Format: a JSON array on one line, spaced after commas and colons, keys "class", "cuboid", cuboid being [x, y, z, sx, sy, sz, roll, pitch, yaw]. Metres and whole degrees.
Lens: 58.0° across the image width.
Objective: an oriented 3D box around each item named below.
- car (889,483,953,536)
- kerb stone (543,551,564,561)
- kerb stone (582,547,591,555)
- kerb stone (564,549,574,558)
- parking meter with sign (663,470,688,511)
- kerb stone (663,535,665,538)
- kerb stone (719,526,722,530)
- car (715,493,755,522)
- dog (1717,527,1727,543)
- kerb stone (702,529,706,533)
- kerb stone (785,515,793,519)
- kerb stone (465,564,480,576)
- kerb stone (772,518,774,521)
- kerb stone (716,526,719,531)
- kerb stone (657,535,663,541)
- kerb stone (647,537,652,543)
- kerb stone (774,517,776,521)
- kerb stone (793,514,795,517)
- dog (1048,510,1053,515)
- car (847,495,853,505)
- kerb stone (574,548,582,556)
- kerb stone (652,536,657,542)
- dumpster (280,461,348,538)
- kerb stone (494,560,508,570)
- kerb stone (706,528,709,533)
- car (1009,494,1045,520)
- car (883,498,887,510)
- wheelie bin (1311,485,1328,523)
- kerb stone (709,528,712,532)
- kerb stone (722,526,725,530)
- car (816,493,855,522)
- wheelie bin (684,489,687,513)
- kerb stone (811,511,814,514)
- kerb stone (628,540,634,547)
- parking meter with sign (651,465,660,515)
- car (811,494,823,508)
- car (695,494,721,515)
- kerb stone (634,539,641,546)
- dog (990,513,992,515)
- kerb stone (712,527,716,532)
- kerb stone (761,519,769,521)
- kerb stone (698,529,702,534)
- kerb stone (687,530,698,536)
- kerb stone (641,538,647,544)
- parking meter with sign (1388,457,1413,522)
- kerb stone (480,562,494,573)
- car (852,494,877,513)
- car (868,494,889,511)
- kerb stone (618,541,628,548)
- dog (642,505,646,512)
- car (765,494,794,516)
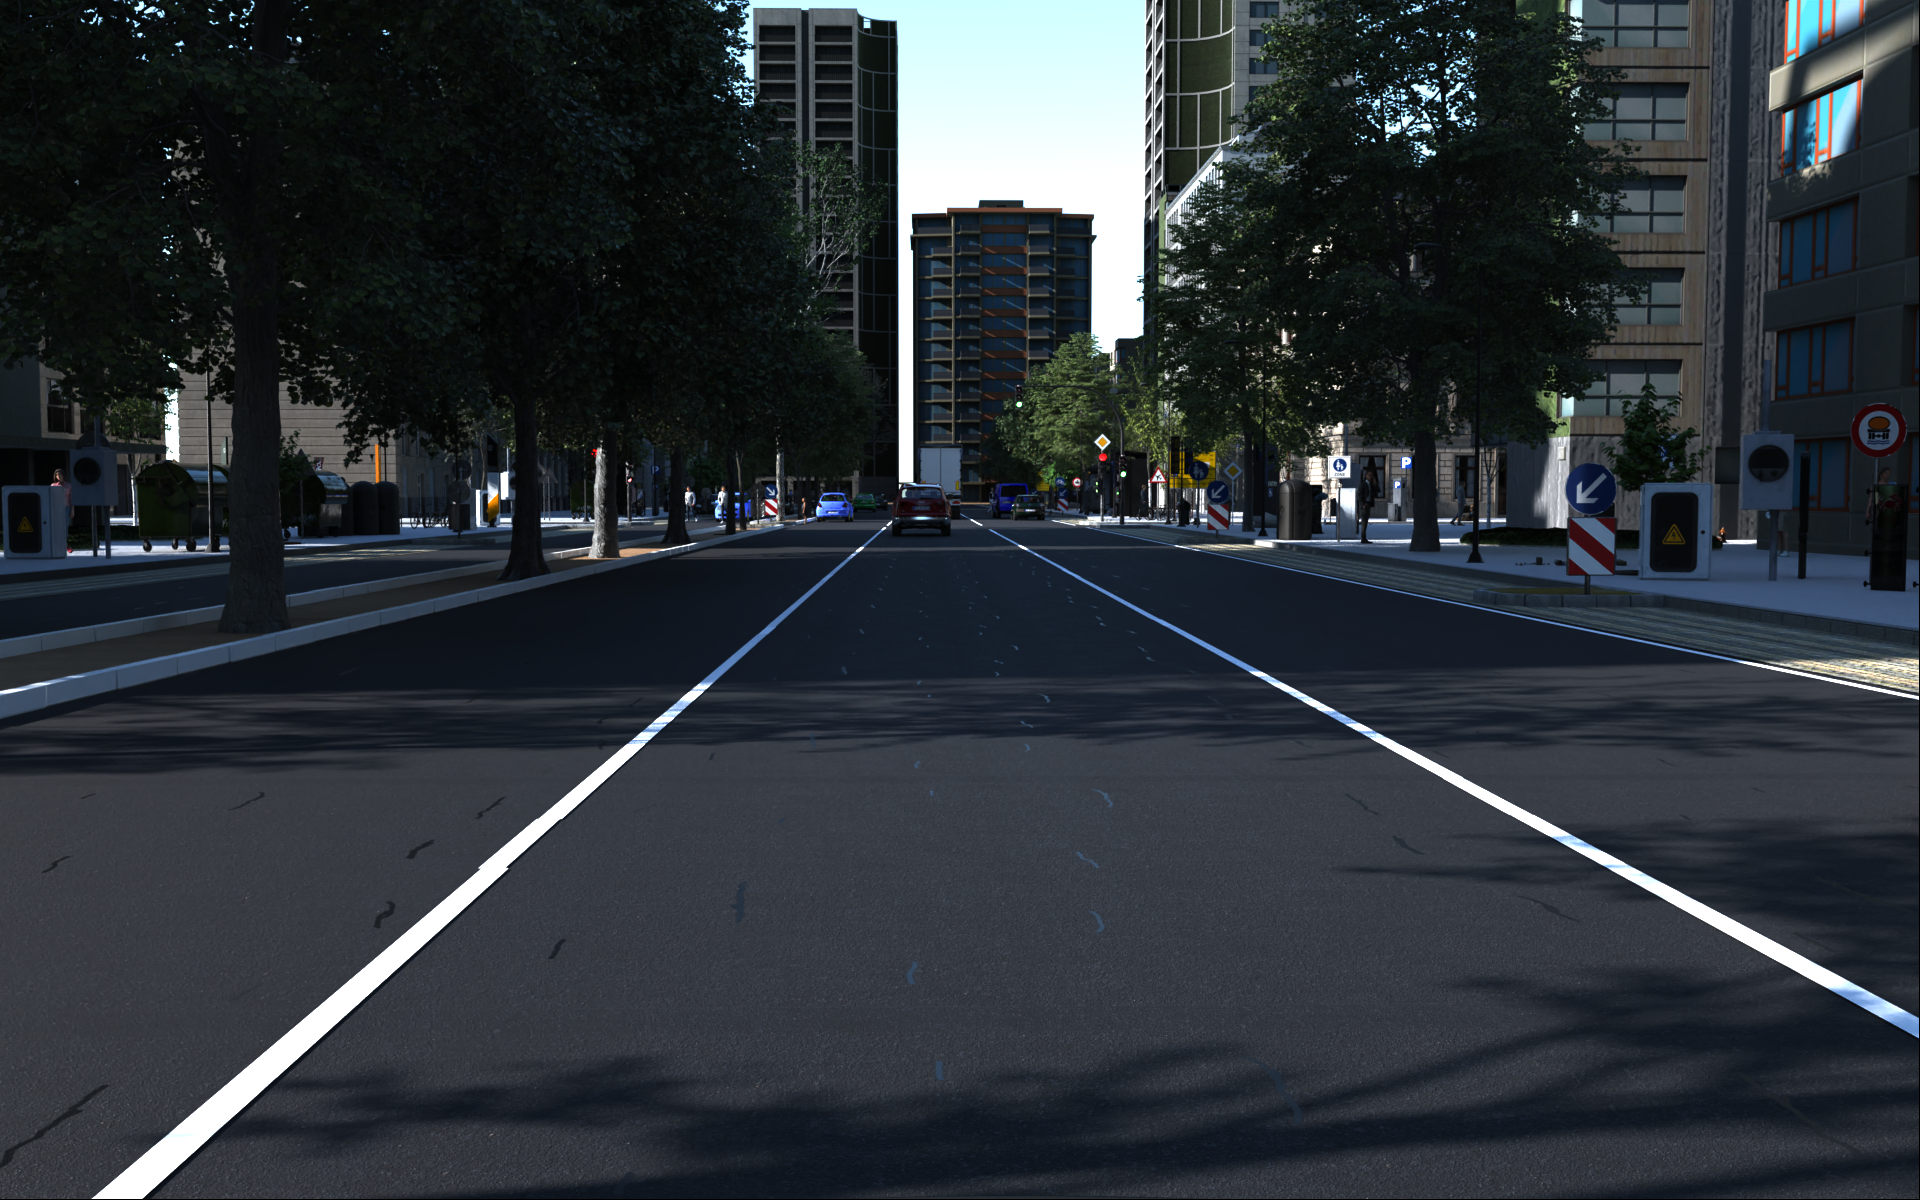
[{"class": "car", "cuboid": [-1.357, -3.184, 60.730, 2.281, 1.827, 5.304, 0, 4, -1]}, {"class": "kerb stone", "cuboid": [-8.849, -0.946, 37.719, 0.120, 0.150, 1.000, 0, 4, -1]}, {"class": "kerb stone", "cuboid": [-8.906, -1.138, 40.800, 0.120, 0.150, 1.000, 0, 4, -1]}, {"class": "kerb stone", "cuboid": [-8.864, -1.009, 38.741, 0.120, 0.150, 1.000, 0, 4, -1]}, {"class": "parking meter with sign", "cuboid": [-20.861, -7.991, 126.921, 1.738, 3.016, 0.543, -1, 4, -16]}, {"class": "kerb stone", "cuboid": [-9.169, -1.890, 53.098, 0.120, 0.150, 1.000, 0, 4, -1]}, {"class": "kerb stone", "cuboid": [-9.473, -2.768, 67.448, 0.120, 0.150, 1.000, 0, 4, -1]}, {"class": "car", "cuboid": [-11.744, -4.943, 90.404, 1.945, 1.707, 3.694, 0, 4, 0]}, {"class": "dog", "cuboid": [19.941, -1.706, 45.624, 0.748, 0.427, 0.550, 0, 4, -3]}, {"class": "kerb stone", "cuboid": [-9.366, -2.454, 62.316, 0.120, 0.150, 1.000, 0, 4, -1]}, {"class": "kerb stone", "cuboid": [-10.243, -4.995, 103.876, 0.120, 0.150, 1.000, 0, 4, -1]}, {"class": "kerb stone", "cuboid": [-8.692, -0.508, 30.538, 0.120, 0.150, 1.000, 0, 4, -1]}, {"class": "kerb stone", "cuboid": [-9.967, -4.180, 90.554, 0.120, 0.150, 1.000, 0, 4, -1]}, {"class": "kerb stone", "cuboid": [-9.454, -2.705, 66.423, 0.120, 0.150, 1.000, 0, 4, -1]}, {"class": "kerb stone", "cuboid": [-9.144, -1.827, 52.076, 0.120, 0.150, 1.000, 0, 4, -1]}, {"class": "kerb stone", "cuboid": [-9.106, -1.700, 50.033, 0.120, 0.150, 1.000, 0, 4, -1]}, {"class": "kerb stone", "cuboid": [-9.976, -4.243, 91.576, 0.120, 0.150, 1.000, 0, 4, -1]}, {"class": "kerb stone", "cuboid": [-10.259, -5.058, 104.898, 0.120, 0.150, 1.000, 0, 4, -1]}, {"class": "dog", "cuboid": [5.825, -5.686, 113.158, 0.748, 0.427, 0.550, -2, 4, -33]}, {"class": "car", "cuboid": [-13.754, -12.000, 205.245, 2.155, 1.783, 4.494, 0, 4, -2]}, {"class": "kerb stone", "cuboid": [-8.890, -1.075, 39.770, 0.120, 0.150, 1.000, 0, 4, -1]}, {"class": "kerb stone", "cuboid": [-9.133, -1.765, 51.055, 0.120, 0.150, 1.000, 0, 4, -1]}, {"class": "dumpster", "cuboid": [-18.997, -2.951, 50.743, 1.502, 2.255, 1.985, 0, 4, -1]}, {"class": "kerb stone", "cuboid": [-8.737, -0.636, 32.588, 0.120, 0.150, 1.000, 0, 4, -1]}, {"class": "kerb stone", "cuboid": [-9.389, -2.515, 63.338, 0.120, 0.150, 1.000, 0, 4, -1]}, {"class": "car", "cuboid": [3.727, -5.240, 95.455, 2.009, 1.686, 4.222, 0, 4, -1]}, {"class": "car", "cuboid": [-7.765, -9.177, 159.837, 2.009, 1.686, 4.222, 0, 4, -3]}, {"class": "wheelie bin", "cuboid": [11.718, -3.031, 57.457, 0.980, 1.594, 0.693, 1, 4, 10]}, {"class": "kerb stone", "cuboid": [-9.414, -2.579, 64.365, 0.120, 0.150, 1.000, 0, 4, -1]}, {"class": "kerb stone", "cuboid": [-9.495, -2.830, 68.469, 0.120, 0.150, 1.000, 0, 4, -1]}, {"class": "car", "cuboid": [-6.443, -4.886, 89.483, 1.945, 1.707, 3.694, 0, 4, 1]}, {"class": "wheelie bin", "cuboid": [-18.492, -6.526, 114.611, 0.980, 1.594, 0.693, -1, 4, -18]}, {"class": "kerb stone", "cuboid": [-10.760, -6.501, 128.485, 0.120, 0.150, 1.000, 0, 4, -1]}, {"class": "kerb stone", "cuboid": [-9.043, -1.515, 46.960, 0.120, 0.150, 1.000, 0, 4, -1]}, {"class": "parking meter with sign", "cuboid": [-18.687, -6.733, 106.338, 0.543, 3.016, 1.738, -1, 4, -10]}, {"class": "car", "cuboid": [-14.539, -10.443, 180.527, 2.009, 1.686, 4.222, 0, 4, -1]}, {"class": "car", "cuboid": [-15.837, -6.151, 110.349, 2.009, 1.686, 4.222, 0, 4, -1]}, {"class": "kerb stone", "cuboid": [-9.057, -1.572, 47.982, 0.120, 0.150, 1.000, 0, 4, -1]}, {"class": "dog", "cuboid": [2.255, -5.955, 117.556, 0.748, 0.427, 0.550, 3, 4, 38]}, {"class": "kerb stone", "cuboid": [-9.429, -2.642, 65.396, 0.120, 0.150, 1.000, 0, 4, -1]}, {"class": "kerb stone", "cuboid": [-9.895, -3.992, 87.480, 0.120, 0.150, 1.000, 0, 4, -1]}, {"class": "kerb stone", "cuboid": [-9.342, -2.391, 61.294, 0.120, 0.150, 1.000, 0, 4, -1]}, {"class": "kerb stone", "cuboid": [-9.318, -2.329, 60.272, 0.120, 0.150, 1.000, 0, 4, -1]}, {"class": "kerb stone", "cuboid": [-9.079, -1.638, 49.003, 0.120, 0.150, 1.000, 0, 4, -1]}, {"class": "parking meter with sign", "cuboid": [20.499, -5.170, 80.782, 0.543, 3.016, 1.738, 3, 4, 36]}, {"class": "kerb stone", "cuboid": [-8.717, -0.573, 31.566, 0.120, 0.150, 1.000, 0, 4, -1]}, {"class": "car", "cuboid": [-7.463, -7.754, 135.576, 1.959, 1.807, 4.718, 0, 4, -2]}, {"class": "car", "cuboid": [-7.184, -8.643, 151.102, 2.009, 1.686, 4.222, 0, 4, -2]}, {"class": "kerb stone", "cuboid": [-9.019, -1.452, 45.938, 0.120, 0.150, 1.000, 0, 4, -1]}, {"class": "dog", "cuboid": [-23.122, -6.722, 126.741, 0.406, 0.507, 0.540, -3, 4, -36]}, {"class": "car", "cuboid": [-12.174, -6.531, 116.563, 2.009, 1.686, 4.222, 0, 4, 0]}]
